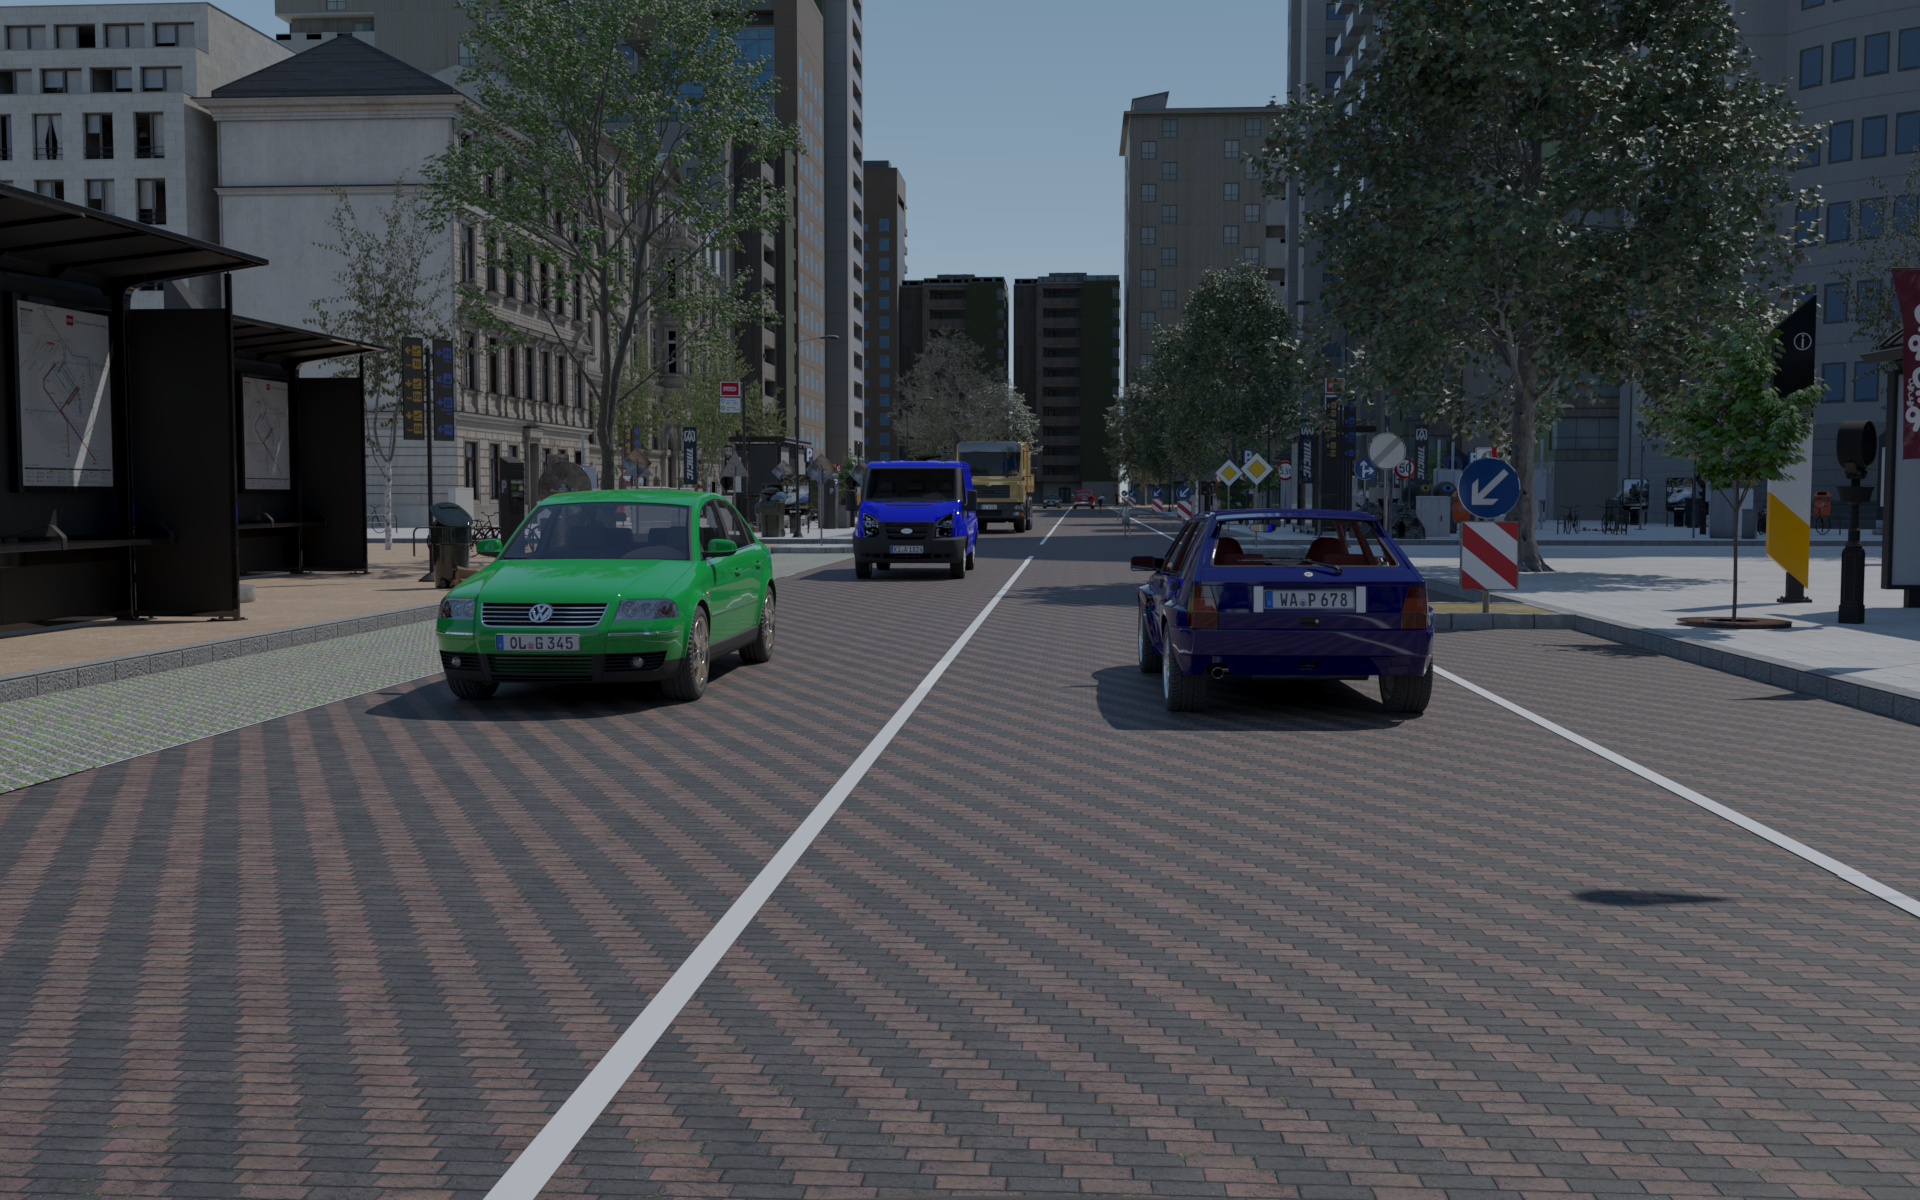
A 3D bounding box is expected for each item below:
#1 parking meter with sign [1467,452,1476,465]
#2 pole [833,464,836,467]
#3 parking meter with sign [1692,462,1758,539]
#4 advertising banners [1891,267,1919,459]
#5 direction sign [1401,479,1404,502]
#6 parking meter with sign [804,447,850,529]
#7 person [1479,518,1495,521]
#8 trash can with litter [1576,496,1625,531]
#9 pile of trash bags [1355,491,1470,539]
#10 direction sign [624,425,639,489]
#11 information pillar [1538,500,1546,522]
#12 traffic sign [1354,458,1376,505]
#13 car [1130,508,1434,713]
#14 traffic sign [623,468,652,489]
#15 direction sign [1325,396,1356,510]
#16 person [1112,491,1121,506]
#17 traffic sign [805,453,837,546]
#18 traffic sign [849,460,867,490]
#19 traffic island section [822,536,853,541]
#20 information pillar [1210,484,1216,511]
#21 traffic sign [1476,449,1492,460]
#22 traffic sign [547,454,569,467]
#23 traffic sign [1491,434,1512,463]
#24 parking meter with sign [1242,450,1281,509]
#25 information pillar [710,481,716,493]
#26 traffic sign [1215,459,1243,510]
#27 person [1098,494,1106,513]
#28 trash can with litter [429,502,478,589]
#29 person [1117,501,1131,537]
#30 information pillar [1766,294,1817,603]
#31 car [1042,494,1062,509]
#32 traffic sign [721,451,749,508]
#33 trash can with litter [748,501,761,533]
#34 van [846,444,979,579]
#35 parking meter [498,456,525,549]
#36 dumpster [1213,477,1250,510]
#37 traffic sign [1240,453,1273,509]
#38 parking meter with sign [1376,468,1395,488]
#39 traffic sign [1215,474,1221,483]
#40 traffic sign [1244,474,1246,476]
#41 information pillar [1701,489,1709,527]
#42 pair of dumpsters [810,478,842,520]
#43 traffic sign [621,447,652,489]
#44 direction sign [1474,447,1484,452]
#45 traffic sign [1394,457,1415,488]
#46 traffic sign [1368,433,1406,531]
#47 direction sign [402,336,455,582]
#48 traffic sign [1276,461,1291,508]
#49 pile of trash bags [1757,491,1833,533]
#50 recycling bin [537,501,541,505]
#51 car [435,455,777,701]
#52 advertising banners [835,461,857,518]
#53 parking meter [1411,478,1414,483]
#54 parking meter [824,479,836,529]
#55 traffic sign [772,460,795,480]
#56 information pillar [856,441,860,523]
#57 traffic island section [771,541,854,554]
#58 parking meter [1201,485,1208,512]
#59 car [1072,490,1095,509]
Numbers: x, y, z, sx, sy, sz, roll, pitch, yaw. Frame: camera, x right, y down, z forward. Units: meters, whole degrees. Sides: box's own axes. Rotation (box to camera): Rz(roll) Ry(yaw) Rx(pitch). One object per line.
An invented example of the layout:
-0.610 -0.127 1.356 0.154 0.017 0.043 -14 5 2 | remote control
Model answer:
21.185 -4.671 72.624 0.543 3.016 1.738 0 4 -8 | parking meter with sign
-8.551 -7.580 117.774 0.158 3.312 0.155 0 3 0 | pole
22.020 -3.278 49.849 1.738 3.016 0.543 3 4 36 | parking meter with sign
8.219 -1.049 13.343 2.074 3.025 0.090 0 4 7 | advertising banners
25.332 -6.559 99.229 0.379 3.537 0.876 0 4 4 | direction sign
-4.916 -4.174 64.512 1.738 3.016 0.543 2 4 25 | parking meter with sign
13.408 -2.149 43.660 0.654 1.822 0.581 0 4 3 | person
22.263 -3.005 60.182 2.233 1.210 1.678 -1 4 -12 | trash can with litter
12.975 -2.454 49.881 3.447 1.369 1.912 1 4 13 | pile of trash bags
-10.764 -3.968 56.868 0.379 3.537 0.876 1 4 22 | direction sign
26.889 -4.626 80.128 0.304 2.012 0.304 0 4 -6 | information pillar
14.423 -3.767 61.691 0.768 2.556 0.104 1 4 8 | traffic sign
2.256 -0.008 12.718 1.945 1.354 3.894 0 4 2 | car
-9.462 -3.110 50.845 0.884 2.594 0.081 1 4 9 | traffic sign
8.849 -2.955 40.313 0.379 3.537 0.876 -3 4 -37 | direction sign
17.994 -11.615 198.368 1.348 1.831 0.705 -2 4 -25 | person
-3.425 -2.395 42.793 0.795 2.450 0.064 0 4 4 | traffic sign
-2.864 -2.882 50.758 0.795 2.450 0.064 0 4 4 | traffic sign
-2.888 -1.746 50.821 2.009 0.180 2.903 0 4 4 | traffic island section
18.144 -7.326 124.265 0.304 2.012 0.304 -3 5 -42 | information pillar
11.646 -2.202 38.133 0.606 2.300 0.079 1 4 13 | traffic sign
-10.234 -2.570 44.153 0.606 2.300 0.079 1 4 12 | traffic sign
11.443 -2.201 36.084 0.768 2.556 0.104 1 4 11 | traffic sign
11.838 -4.374 67.783 0.543 3.016 1.738 -3 4 -37 | parking meter with sign
-13.705 -5.599 96.028 0.304 2.012 0.304 -2 4 -28 | information pillar
7.752 -2.835 49.992 0.795 2.450 0.064 0 4 4 | traffic sign
10.619 -7.208 129.542 0.628 1.438 0.799 0 4 3 | person
-6.735 -0.737 23.437 0.624 1.170 1.055 -3 5 -42 | trash can with litter
5.452 -2.686 57.437 0.505 1.210 0.382 1 4 15 | person
9.794 -1.776 20.396 0.504 3.616 0.183 0 4 3 | information pillar
9.124 -9.894 171.553 2.009 1.686 4.222 0 4 6 | car
-6.796 -3.195 52.238 0.884 2.594 0.081 1 4 11 | traffic sign
-6.645 -2.828 57.621 0.624 1.170 1.055 2 4 34 | trash can with litter
-0.742 -1.635 31.124 2.240 2.365 5.245 0 4 3 | van
-6.914 -1.288 26.769 0.255 1.863 0.399 -3 5 -39 | parking meter
11.443 -4.296 72.739 1.502 2.255 1.985 0 4 4 | dumpster
7.191 -2.348 42.027 0.795 2.450 0.064 0 4 4 | traffic sign
26.889 -6.979 110.366 1.738 3.016 0.543 -1 4 -8 | parking meter with sign
14.034 -5.674 92.881 0.768 2.556 0.104 1 4 9 | traffic sign
17.195 -6.340 103.759 0.768 2.556 0.104 1 4 10 | traffic sign
29.015 -3.842 67.310 0.304 2.012 0.304 0 4 5 | information pillar
-6.827 -5.064 85.295 1.574 2.255 4.437 0 4 4 | pair of dumpsters
-7.993 -2.547 42.823 0.795 2.450 0.064 1 4 9 | traffic sign
25.095 -5.619 83.872 0.379 3.537 0.876 -1 4 -11 | direction sign
15.228 -3.620 59.294 0.768 2.556 0.104 1 4 10 | traffic sign
8.847 -2.193 35.969 0.768 2.556 0.104 0 4 6 | traffic sign
-7.745 -2.037 25.299 0.379 3.537 0.876 2 4 35 | direction sign
12.438 -4.047 66.270 0.768 2.556 0.104 1 4 9 | traffic sign
27.518 -2.976 58.407 3.447 1.369 1.912 2 4 33 | pile of trash bags
-14.311 -2.942 60.662 0.722 1.027 0.722 3 4 38 | recycling bin
-2.583 -0.286 13.469 1.959 1.807 4.718 0 4 3 | car
-6.095 -5.967 93.747 0.090 3.025 2.074 2 4 35 | advertising banners
16.626 -3.511 63.109 0.255 1.863 0.399 -2 4 -34 | parking meter
-4.760 -3.525 63.351 0.399 1.863 0.255 -3 5 -44 | parking meter
-5.943 -3.495 58.321 0.795 2.450 0.064 0 4 5 | traffic sign
-4.475 -5.195 76.288 0.183 3.616 0.504 0 4 -6 | information pillar
-3.449 -1.258 42.856 2.009 0.180 2.903 0 4 4 | traffic island section
16.558 -6.819 117.205 0.399 1.863 0.255 -1 4 -14 | parking meter
11.918 -9.675 166.862 2.281 1.827 5.304 0 4 2 | car
